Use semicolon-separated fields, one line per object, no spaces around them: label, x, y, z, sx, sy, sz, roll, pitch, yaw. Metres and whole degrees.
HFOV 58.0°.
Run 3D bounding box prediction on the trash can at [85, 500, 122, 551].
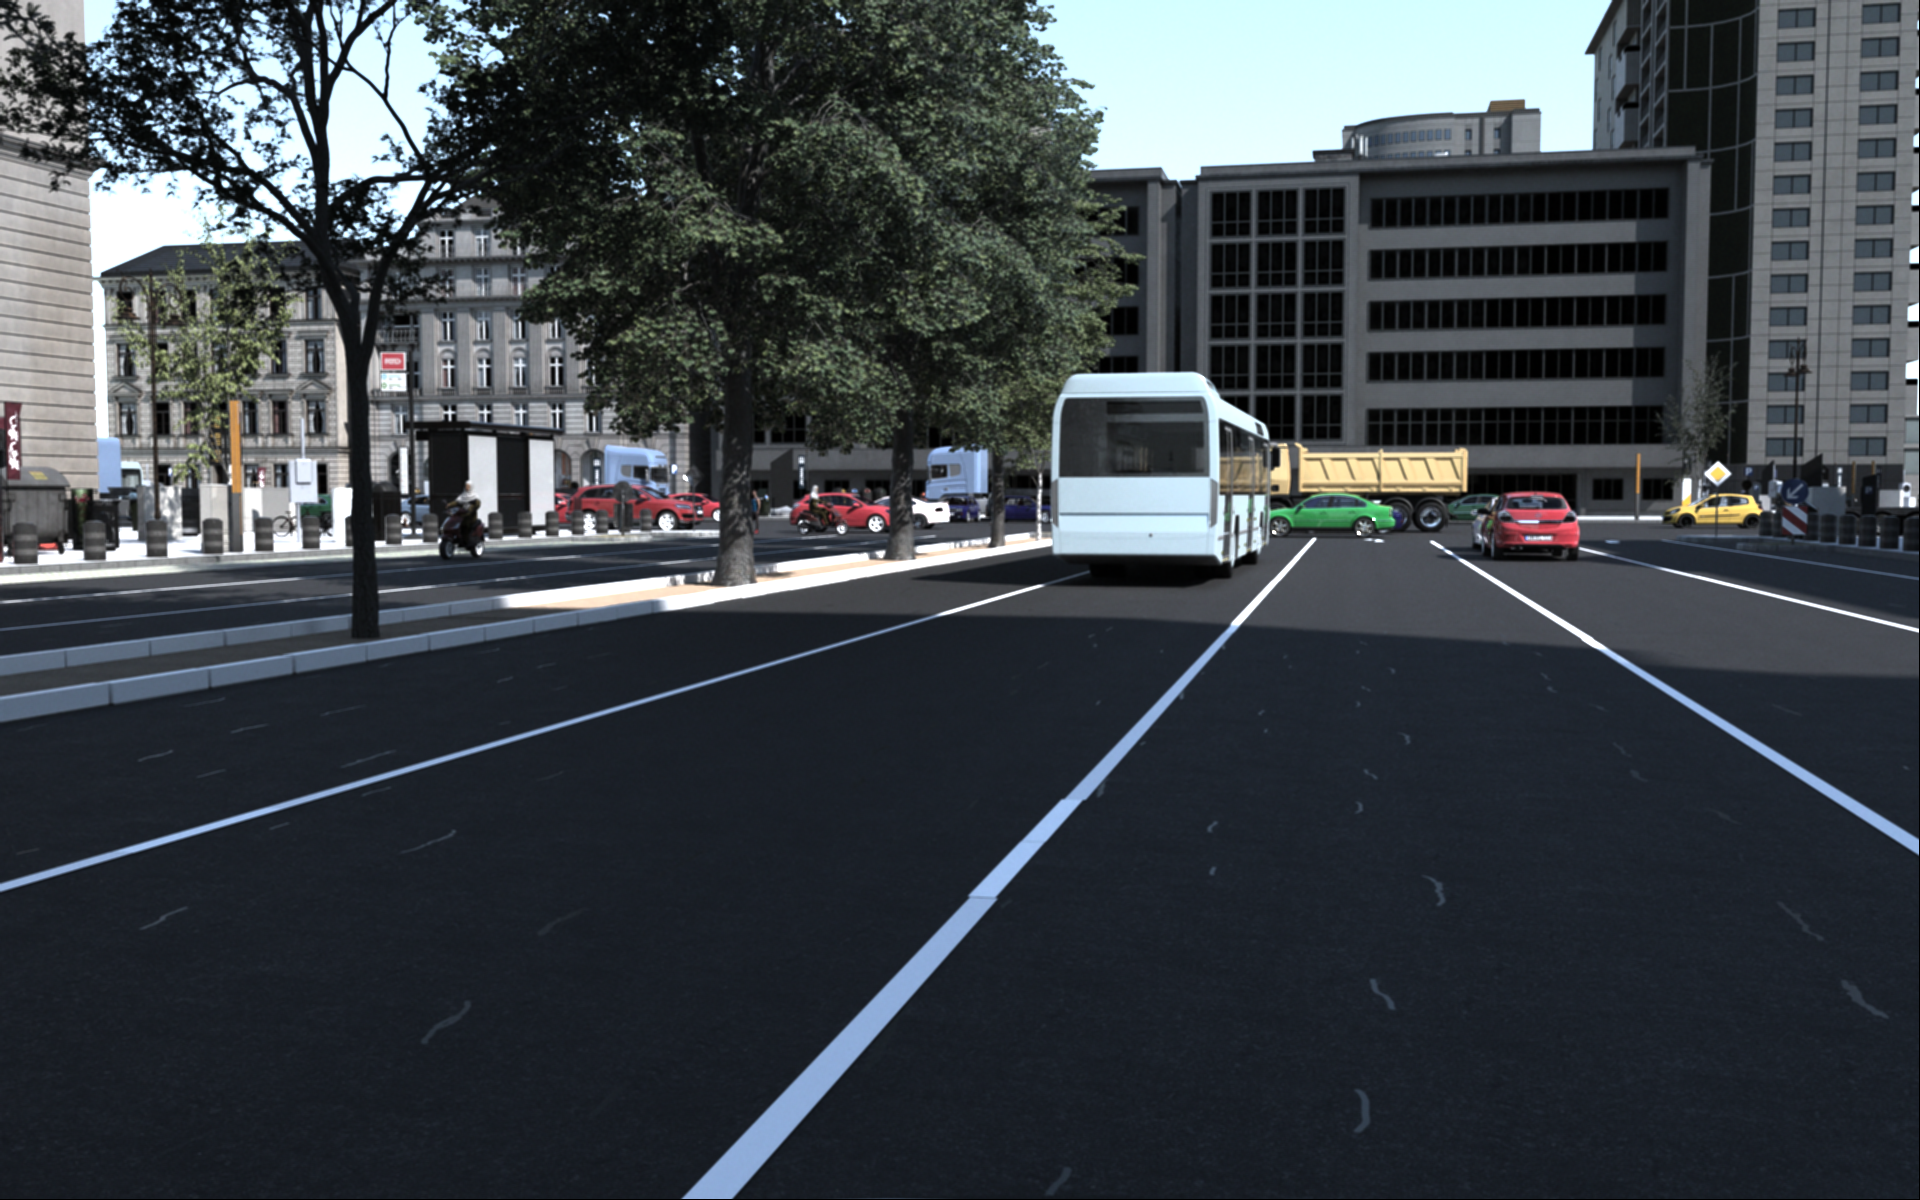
trash can;-19.297;-1.675;39.043;0.748;1.137;0.748;0;3;0

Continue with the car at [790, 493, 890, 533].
car;-4.120;-3.407;64.747;4.494;1.783;2.155;1;4;15

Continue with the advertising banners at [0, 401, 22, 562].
advertising banners;-18.036;-2.202;32.196;0.090;3.025;2.074;0;4;5

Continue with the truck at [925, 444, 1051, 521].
truck;6.832;-6.174;90.697;18.799;4.110;2.967;1;4;12

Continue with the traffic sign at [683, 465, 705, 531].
traffic sign;-9.132;-3.412;59.428;0.795;2.450;0.064;1;4;13

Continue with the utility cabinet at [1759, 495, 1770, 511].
utility cabinet;58.690;-7.060;126.593;1.020;1.237;0.306;1;4;21

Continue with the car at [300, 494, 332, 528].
car;-28.096;-3.863;74.958;4.920;1.459;2.131;1;4;11

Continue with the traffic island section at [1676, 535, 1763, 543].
traffic island section;22.813;-1.831;52.214;2.009;0.180;2.903;1;4;13

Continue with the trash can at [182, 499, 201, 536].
trash can;-23.423;-2.508;52.664;0.748;1.137;0.748;0;3;0

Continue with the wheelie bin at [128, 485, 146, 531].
wheelie bin;-28.470;-3.200;60.232;0.693;1.594;0.980;0;4;4

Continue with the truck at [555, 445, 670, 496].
truck;-24.855;-6.566;97.115;18.799;4.110;2.967;1;4;11

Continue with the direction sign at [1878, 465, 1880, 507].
direction sign;72.157;-8.807;135.996;0.379;3.537;0.876;2;4;24

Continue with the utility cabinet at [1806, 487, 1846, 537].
utility cabinet;25.718;-2.618;51.484;1.173;1.500;0.318;-1;4;-16

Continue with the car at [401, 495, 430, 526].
car;-23.390;-4.039;78.033;4.499;1.417;2.014;1;4;11

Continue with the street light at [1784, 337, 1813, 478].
street light;24.696;-4.795;51.181;0.468;5.910;1.993;1;4;13

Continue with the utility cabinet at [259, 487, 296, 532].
utility cabinet;-22.573;-2.982;57.437;1.173;1.500;0.318;1;4;23

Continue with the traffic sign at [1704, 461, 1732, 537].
traffic sign;22.788;-2.966;52.143;0.795;2.450;0.064;1;4;13

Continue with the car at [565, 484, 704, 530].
car;-12.420;-3.523;66.278;5.304;1.827;2.281;1;4;12

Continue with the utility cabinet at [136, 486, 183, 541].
utility cabinet;-21.982;-2.378;47.558;0.318;1.500;1.173;2;4;29

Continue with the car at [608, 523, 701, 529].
car;-12.811;-3.551;69.852;4.920;1.459;2.131;1;4;14

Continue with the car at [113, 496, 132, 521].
car;-43.513;-4.911;92.301;4.499;1.417;2.014;1;4;11

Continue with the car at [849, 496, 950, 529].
car;-2.815;-3.613;71.437;4.827;1.381;2.083;1;4;11

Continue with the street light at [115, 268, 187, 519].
street light;-16.583;-3.845;35.655;0.468;5.910;1.993;1;4;13

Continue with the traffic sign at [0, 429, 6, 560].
traffic sign;-18.688;-2.055;33.699;0.768;2.556;0.104;1;4;21

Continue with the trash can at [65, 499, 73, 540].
trash can;-25.022;-2.283;48.977;0.748;1.137;0.748;0;3;0

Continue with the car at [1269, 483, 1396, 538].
car;12.116;-2.995;57.766;4.718;1.807;1.959;1;4;14

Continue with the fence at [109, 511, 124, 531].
fence;-29.565;-2.689;59.347;0.278;0.683;2.069;1;4;20

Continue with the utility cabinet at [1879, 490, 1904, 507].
utility cabinet;48.968;-5.039;91.074;0.318;1.500;1.173;-2;4;-28

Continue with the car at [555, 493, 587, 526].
car;-16.898;-3.932;73.332;4.494;1.783;2.155;1;4;12

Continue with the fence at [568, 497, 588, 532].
fence;-13.049;-2.932;59.145;0.480;1.192;2.264;-1;4;-18

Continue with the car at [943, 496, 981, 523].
car;-0.124;-4.625;88.203;1.945;1.354;3.894;1;4;13

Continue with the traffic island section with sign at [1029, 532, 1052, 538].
traffic island section with sign;3.420;-2.981;56.874;2.006;1.907;1.989;1;4;13

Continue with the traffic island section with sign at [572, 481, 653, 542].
traffic island section with sign;-10.414;-2.680;52.449;1.989;1.847;2.006;1;4;13

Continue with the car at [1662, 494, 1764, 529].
car;31.742;-3.841;73.018;3.980;1.641;2.015;1;4;12

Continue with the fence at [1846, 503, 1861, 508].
fence;57.780;-5.880;111.511;0.278;0.683;2.069;-1;4;-17

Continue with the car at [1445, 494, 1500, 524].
car;24.395;-4.311;82.276;4.920;1.459;2.131;1;4;13

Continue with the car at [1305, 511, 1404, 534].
car;14.050;-3.063;62.668;3.894;1.354;1.945;1;4;11

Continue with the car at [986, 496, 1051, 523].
car;3.281;-4.526;86.579;3.894;1.354;1.945;1;4;15

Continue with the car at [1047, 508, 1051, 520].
car;6.171;-4.276;82.489;3.894;1.354;1.945;1;4;13

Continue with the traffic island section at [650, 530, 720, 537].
traffic island section;-9.157;-2.276;59.495;2.009;0.180;2.903;1;4;13

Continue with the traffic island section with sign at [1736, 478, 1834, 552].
traffic island section with sign;21.015;-2.179;44.256;1.989;1.847;2.006;1;4;13

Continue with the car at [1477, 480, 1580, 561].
car;12.731;-1.819;38.787;2.155;1.783;4.494;1;4;13

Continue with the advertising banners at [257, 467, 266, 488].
advertising banners;-46.249;-7.129;112.744;2.074;3.025;0.090;-1;4;-16

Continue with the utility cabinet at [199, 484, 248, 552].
utility cabinet;-16.191;-1.794;38.016;0.318;1.500;1.173;1;4;9

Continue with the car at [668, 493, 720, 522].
car;-13.615;-4.999;90.781;4.494;1.783;2.155;1;4;11

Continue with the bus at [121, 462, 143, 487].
bus;-54.249;-6.498;101.100;13.247;3.499;2.948;1;4;14

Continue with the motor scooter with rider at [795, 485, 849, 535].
motor scooter with rider;-4.875;-3.184;61.019;1.986;1.779;0.876;1;4;15

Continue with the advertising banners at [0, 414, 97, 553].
advertising banners;-20.781;-2.644;39.423;2.074;3.025;0.090;-1;4;-14

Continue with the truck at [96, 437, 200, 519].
truck;-34.800;-5.574;80.886;18.799;4.110;2.967;1;4;11

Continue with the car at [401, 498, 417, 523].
car;-27.810;-4.524;84.191;3.980;1.641;2.015;1;4;13

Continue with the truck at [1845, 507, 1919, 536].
truck;38.593;-4.152;57.647;18.799;4.110;2.967;1;4;13

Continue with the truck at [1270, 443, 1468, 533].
truck;14.271;-4.310;66.399;9.791;3.379;3.469;1;4;12

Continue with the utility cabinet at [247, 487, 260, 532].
utility cabinet;-23.859;-3.033;58.263;0.318;1.500;1.173;1;4;11

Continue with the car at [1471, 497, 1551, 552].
car;14.091;-1.932;43.956;2.083;1.381;4.827;1;4;12

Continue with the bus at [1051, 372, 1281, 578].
bus;4.218;-2.319;32.772;2.948;3.499;13.247;1;4;14

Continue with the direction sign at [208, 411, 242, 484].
direction sign;-20.164;-3.400;47.591;0.876;3.537;0.379;-3;5;-42

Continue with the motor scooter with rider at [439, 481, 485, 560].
motor scooter with rider;-11.131;-1.816;38.657;0.876;1.779;1.986;1;4;11
